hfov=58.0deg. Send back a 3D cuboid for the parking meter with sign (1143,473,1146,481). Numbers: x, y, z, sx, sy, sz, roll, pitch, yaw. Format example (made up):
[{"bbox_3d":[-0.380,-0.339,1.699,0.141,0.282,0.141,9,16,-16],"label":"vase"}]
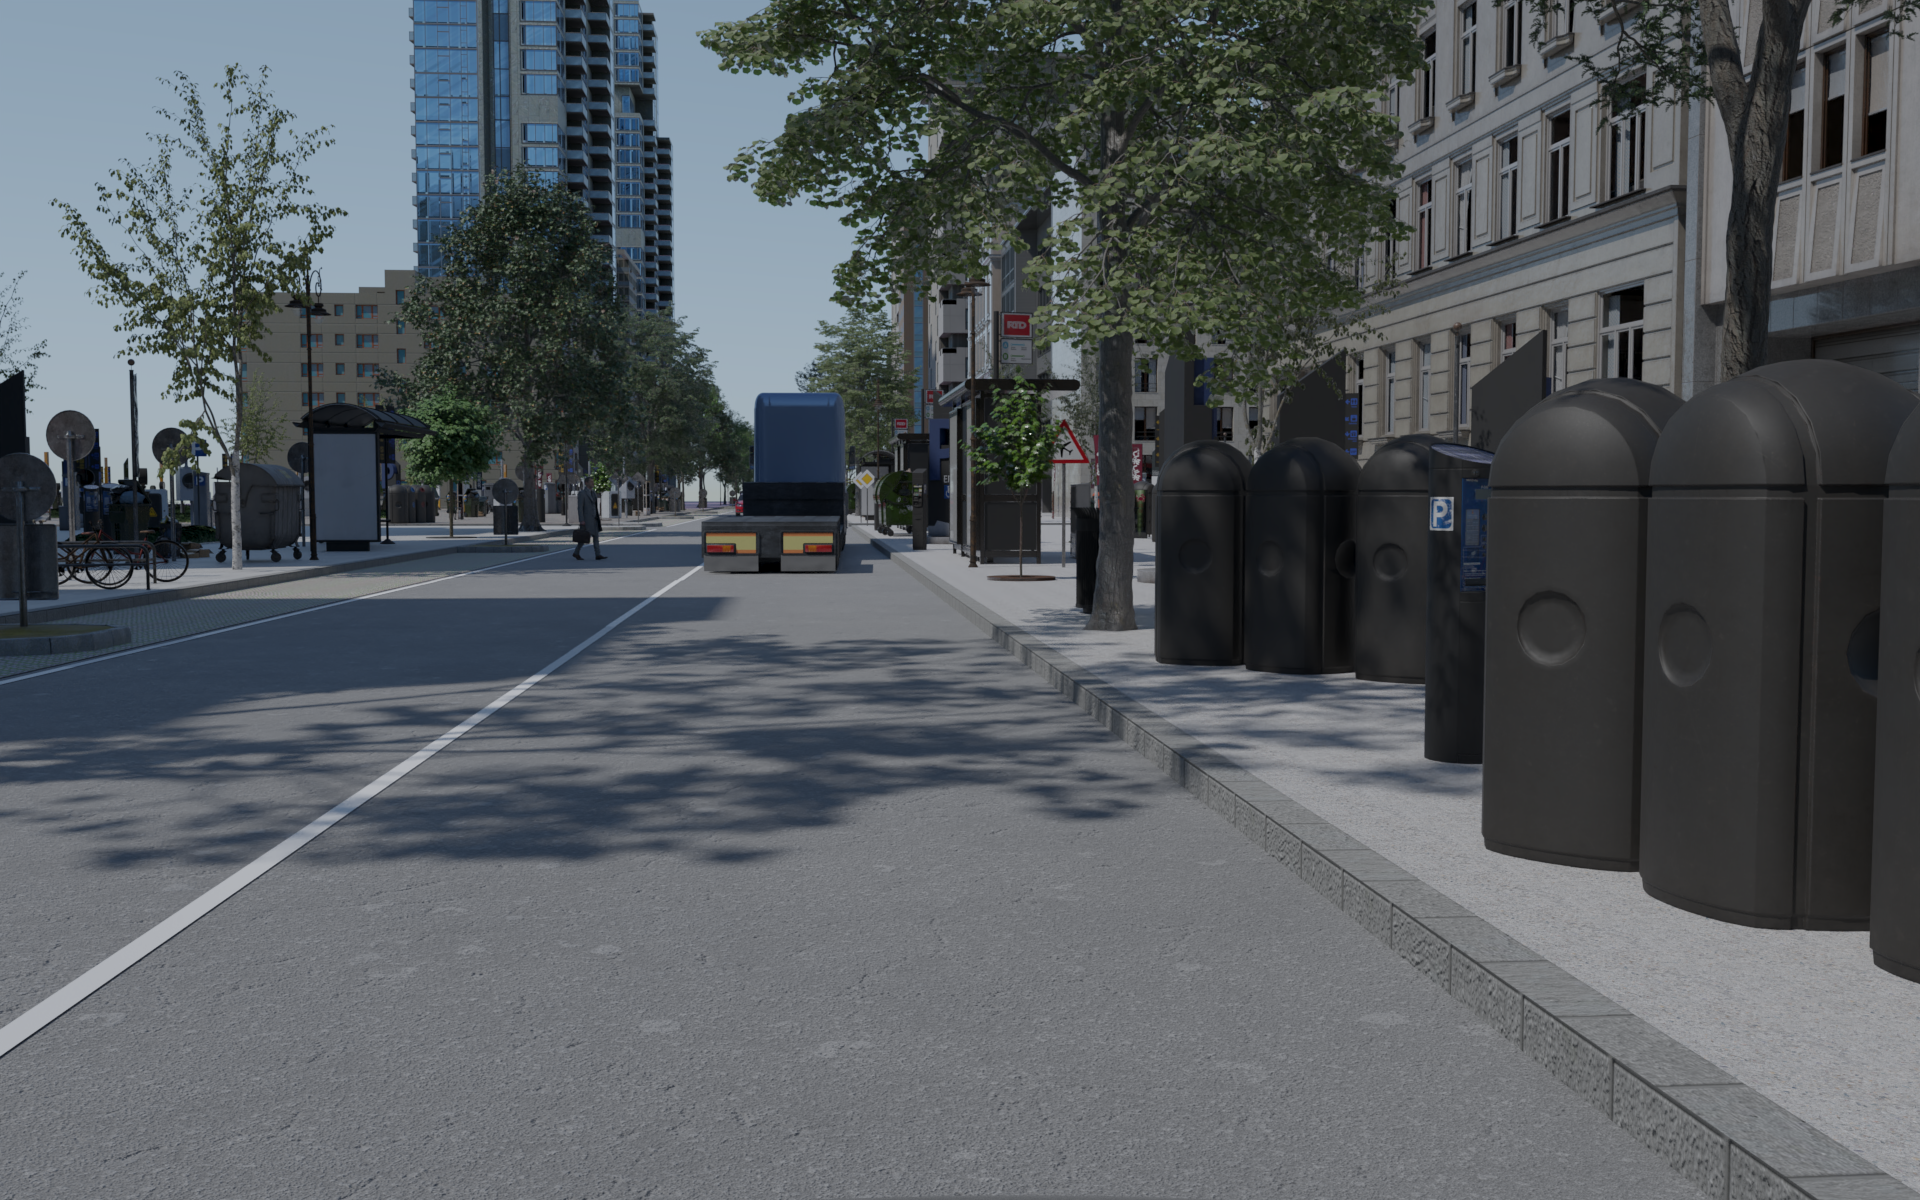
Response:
[{"bbox_3d":[6.336,-4.055,62.558,1.738,3.016,0.543,3,5,43],"label":"parking meter with sign"}]

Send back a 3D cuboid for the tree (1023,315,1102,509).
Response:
[{"bbox_3d":[5.199,-7.235,68.647,4.360,8.622,3.978,0,3,0],"label":"tree"}]

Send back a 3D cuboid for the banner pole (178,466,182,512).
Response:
[{"bbox_3d":[-40.505,-6.109,89.900,0.401,3.779,0.863,-2,4,-35],"label":"banner pole"}]

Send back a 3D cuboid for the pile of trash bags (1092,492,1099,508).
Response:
[{"bbox_3d":[8.192,-4.776,87.836,3.447,1.369,1.912,2,4,35],"label":"pile of trash bags"}]

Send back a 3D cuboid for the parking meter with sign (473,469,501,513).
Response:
[{"bbox_3d":[-32.703,-7.591,120.380,1.738,3.016,0.543,-1,4,-8],"label":"parking meter with sign"}]

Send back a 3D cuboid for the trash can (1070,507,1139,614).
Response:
[{"bbox_3d":[1.554,-0.430,18.683,0.748,1.137,0.748,0,3,0],"label":"trash can"}]

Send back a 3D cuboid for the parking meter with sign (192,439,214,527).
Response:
[{"bbox_3d":[-24.512,-3.655,56.027,0.543,3.016,1.738,-1,4,-16],"label":"parking meter with sign"}]

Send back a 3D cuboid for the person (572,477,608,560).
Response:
[{"bbox_3d":[-8.045,-1.775,37.620,0.767,1.812,0.694,2,4,24],"label":"person"}]

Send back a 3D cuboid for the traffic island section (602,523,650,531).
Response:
[{"bbox_3d":[-13.558,-2.842,68.752,2.009,0.180,2.903,0,4,-5],"label":"traffic island section"}]

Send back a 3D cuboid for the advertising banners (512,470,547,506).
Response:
[{"bbox_3d":[-26.291,-6.662,105.113,2.074,3.025,0.090,0,4,0],"label":"advertising banners"}]

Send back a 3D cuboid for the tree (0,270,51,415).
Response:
[{"bbox_3d":[-30.037,-6.262,52.754,4.360,8.622,3.978,0,3,0],"label":"tree"}]

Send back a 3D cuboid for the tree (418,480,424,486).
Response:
[{"bbox_3d":[-37.712,-10.455,121.301,4.737,8.622,4.395,0,3,0],"label":"tree"}]

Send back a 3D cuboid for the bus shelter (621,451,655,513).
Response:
[{"bbox_3d":[-23.014,-8.873,122.699,2.179,5.291,8.768,0,4,-5],"label":"bus shelter"}]

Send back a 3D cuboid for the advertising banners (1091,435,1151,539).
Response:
[{"bbox_3d":[4.685,-3.313,50.354,2.074,3.025,0.090,3,5,43],"label":"advertising banners"}]

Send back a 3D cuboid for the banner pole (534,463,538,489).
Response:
[{"bbox_3d":[-19.738,-5.518,80.236,0.863,3.779,0.401,2,4,33],"label":"banner pole"}]

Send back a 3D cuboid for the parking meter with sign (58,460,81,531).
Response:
[{"bbox_3d":[-31.543,-3.983,61.384,0.543,3.016,1.738,-1,4,-15],"label":"parking meter with sign"}]

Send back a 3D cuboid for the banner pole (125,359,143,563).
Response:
[{"bbox_3d":[-15.212,-2.566,31.967,0.401,3.779,0.863,-2,4,-33],"label":"banner pole"}]

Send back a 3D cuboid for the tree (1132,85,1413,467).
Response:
[{"bbox_3d":[5.254,-4.816,29.107,4.360,8.622,3.978,0,3,0],"label":"tree"}]

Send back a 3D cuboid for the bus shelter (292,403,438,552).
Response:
[{"bbox_3d":[-13.989,-2.888,41.138,2.014,3.302,5.546,0,4,-5],"label":"bus shelter"}]

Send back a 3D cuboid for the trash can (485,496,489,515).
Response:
[{"bbox_3d":[-29.157,-5.761,105.852,0.748,1.137,0.748,0,3,0],"label":"trash can"}]

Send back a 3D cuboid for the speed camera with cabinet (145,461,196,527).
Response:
[{"bbox_3d":[-26.673,-3.908,58.234,2.038,3.252,0.660,-3,5,-39],"label":"speed camera with cabinet"}]

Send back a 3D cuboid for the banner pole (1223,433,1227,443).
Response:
[{"bbox_3d":[10.761,-4.921,70.473,0.401,3.779,0.863,1,4,10],"label":"banner pole"}]

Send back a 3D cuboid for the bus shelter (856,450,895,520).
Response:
[{"bbox_3d":[-3.891,-5.389,82.027,2.014,3.302,5.546,0,4,-5],"label":"bus shelter"}]

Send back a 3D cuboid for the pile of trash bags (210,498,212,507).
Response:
[{"bbox_3d":[-37.941,-4.882,89.565,1.912,1.369,3.447,1,4,22],"label":"pile of trash bags"}]

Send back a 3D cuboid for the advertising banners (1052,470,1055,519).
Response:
[{"bbox_3d":[4.804,-5.675,88.968,0.090,3.025,2.074,0,3,0],"label":"advertising banners"}]

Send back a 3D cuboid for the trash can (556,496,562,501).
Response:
[{"bbox_3d":[-28.656,-6.827,123.276,0.748,1.137,0.748,0,3,0],"label":"trash can"}]

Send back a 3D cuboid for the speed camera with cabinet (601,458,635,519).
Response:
[{"bbox_3d":[-18.081,-5.951,91.634,0.660,3.252,2.038,2,4,30],"label":"speed camera with cabinet"}]

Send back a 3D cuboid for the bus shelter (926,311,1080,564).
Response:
[{"bbox_3d":[0.767,-3.554,35.737,2.179,5.291,8.768,0,4,-5],"label":"bus shelter"}]

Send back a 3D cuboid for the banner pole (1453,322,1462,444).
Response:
[{"bbox_3d":[7.174,-2.146,25.105,0.401,3.779,0.863,1,4,18],"label":"banner pole"}]

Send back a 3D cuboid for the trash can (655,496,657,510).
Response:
[{"bbox_3d":[-20.545,-6.344,115.373,0.748,1.137,0.748,0,3,0],"label":"trash can"}]

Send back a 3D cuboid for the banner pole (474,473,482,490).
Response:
[{"bbox_3d":[-35.644,-8.431,127.860,0.863,3.779,0.401,-3,4,-37],"label":"banner pole"}]

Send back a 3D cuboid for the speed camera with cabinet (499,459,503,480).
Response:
[{"bbox_3d":[-25.690,-6.329,97.808,0.660,3.252,2.038,-1,4,-13],"label":"speed camera with cabinet"}]

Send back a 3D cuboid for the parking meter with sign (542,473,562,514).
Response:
[{"bbox_3d":[-26.385,-7.047,111.480,0.543,3.016,1.738,2,4,34],"label":"parking meter with sign"}]

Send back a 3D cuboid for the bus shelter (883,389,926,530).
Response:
[{"bbox_3d":[-1.462,-5.273,63.849,2.179,5.291,8.768,0,4,-5],"label":"bus shelter"}]

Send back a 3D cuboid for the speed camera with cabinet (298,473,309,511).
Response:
[{"bbox_3d":[-34.356,-5.833,89.699,2.038,3.252,0.660,0,4,1],"label":"speed camera with cabinet"}]

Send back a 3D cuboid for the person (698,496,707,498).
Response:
[{"bbox_3d":[-34.062,-13.451,229.152,1.217,1.736,0.721,-1,4,-9],"label":"person"}]

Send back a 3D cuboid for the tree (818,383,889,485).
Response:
[{"bbox_3d":[-11.102,-15.964,171.382,12.009,13.543,11.850,0,3,0],"label":"tree"}]

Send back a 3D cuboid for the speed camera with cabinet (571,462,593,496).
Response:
[{"bbox_3d":[-20.473,-6.087,93.852,0.660,3.252,2.038,-2,4,-31],"label":"speed camera with cabinet"}]

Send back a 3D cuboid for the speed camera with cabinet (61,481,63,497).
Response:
[{"bbox_3d":[-60.054,-7.534,117.523,0.660,3.252,2.038,1,4,12],"label":"speed camera with cabinet"}]

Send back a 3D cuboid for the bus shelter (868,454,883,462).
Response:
[{"bbox_3d":[-3.611,-6.834,89.360,2.179,5.291,8.768,0,4,-5],"label":"bus shelter"}]

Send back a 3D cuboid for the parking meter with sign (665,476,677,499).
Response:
[{"bbox_3d":[-25.284,-9.434,150.501,1.738,3.016,0.543,-2,4,-33],"label":"parking meter with sign"}]

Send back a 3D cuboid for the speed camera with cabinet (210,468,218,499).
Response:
[{"bbox_3d":[-55.596,-8.197,128.353,0.660,3.252,2.038,3,5,41],"label":"speed camera with cabinet"}]

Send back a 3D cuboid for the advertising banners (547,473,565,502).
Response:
[{"bbox_3d":[-33.284,-8.995,143.258,2.074,3.025,0.090,1,4,15],"label":"advertising banners"}]

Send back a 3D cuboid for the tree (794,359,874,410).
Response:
[{"bbox_3d":[-14.065,-22.166,218.307,12.611,20.169,13.585,0,3,0],"label":"tree"}]

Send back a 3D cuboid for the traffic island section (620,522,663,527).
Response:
[{"bbox_3d":[-14.262,-3.329,76.707,2.009,0.180,2.903,0,4,-5],"label":"traffic island section"}]

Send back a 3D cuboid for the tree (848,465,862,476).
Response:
[{"bbox_3d":[-18.095,-19.727,248.297,9.928,11.665,9.643,0,3,0],"label":"tree"}]
